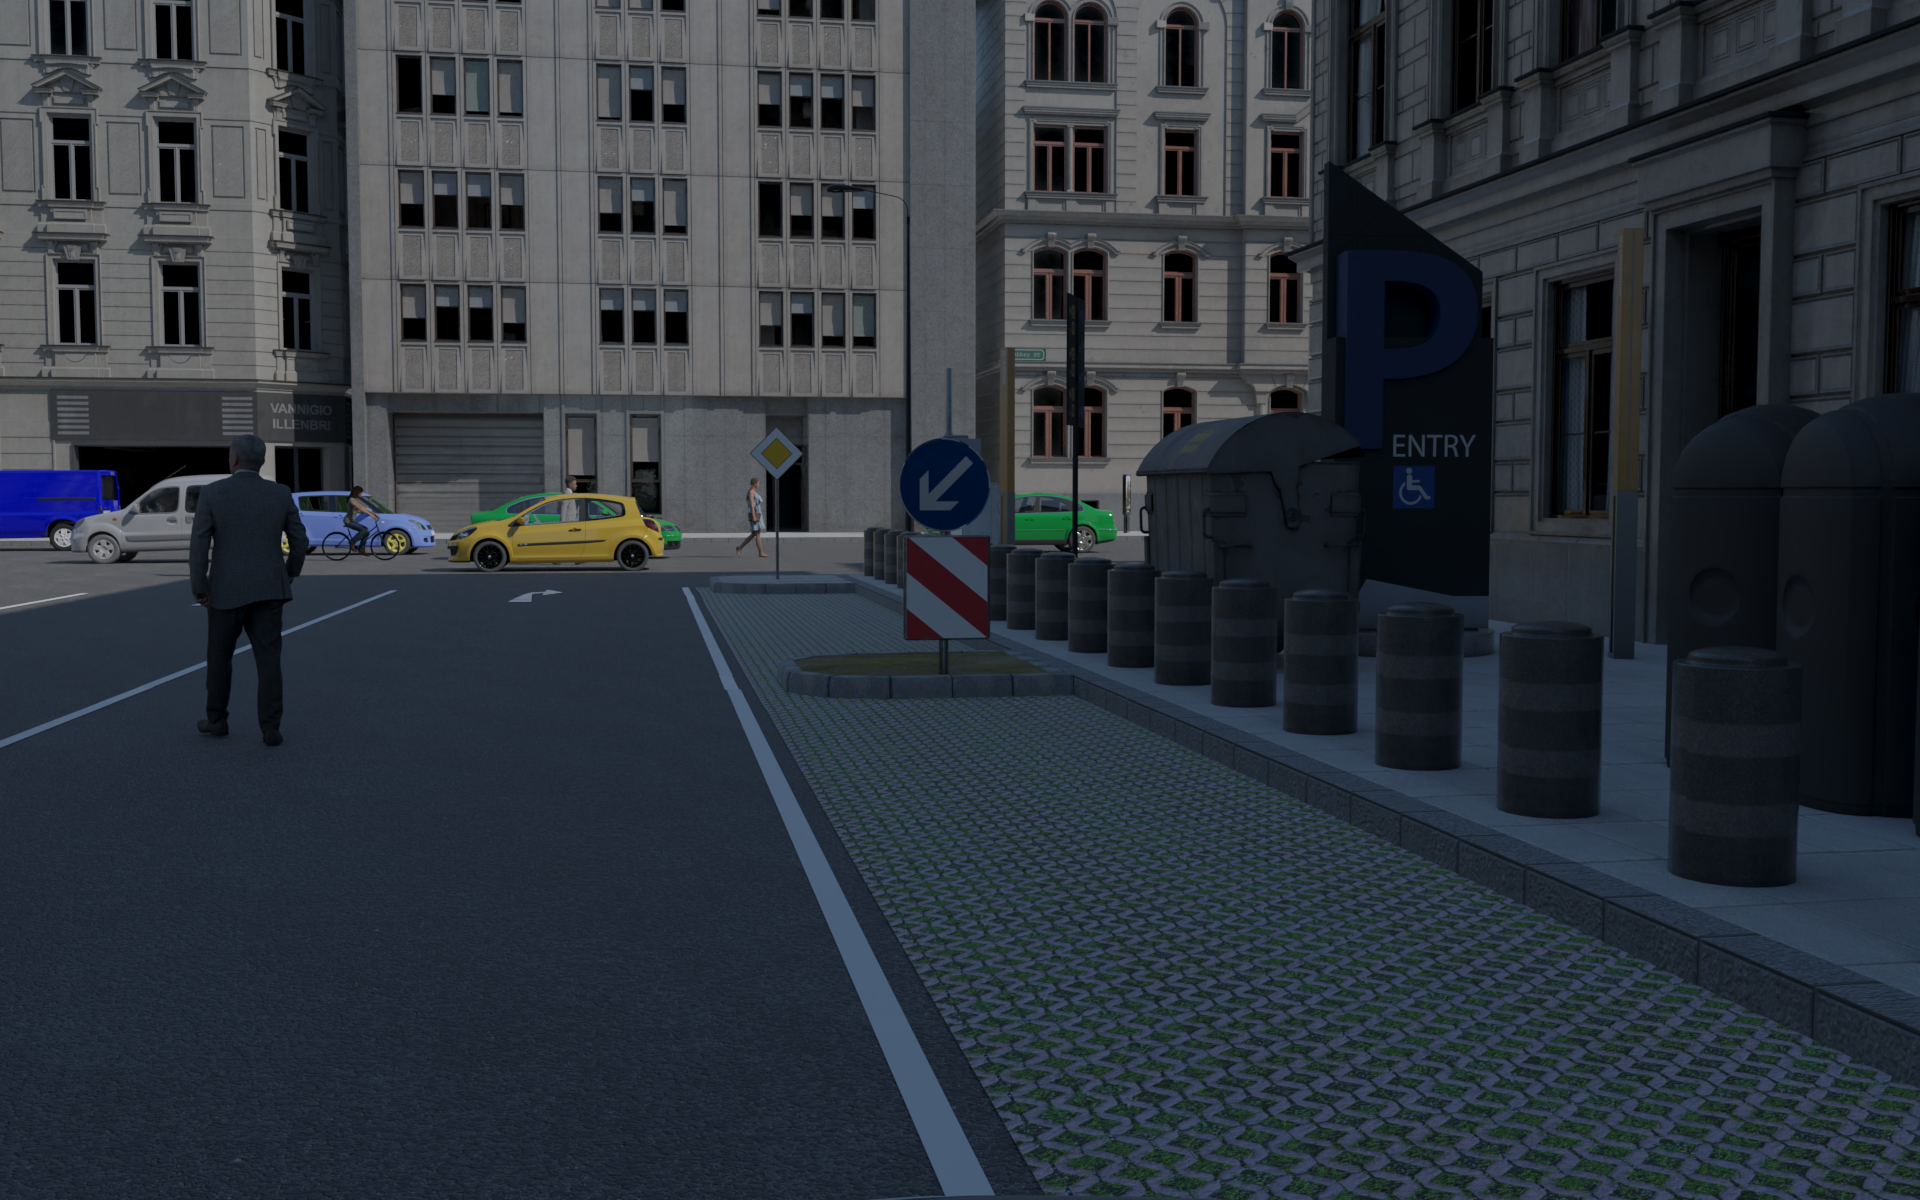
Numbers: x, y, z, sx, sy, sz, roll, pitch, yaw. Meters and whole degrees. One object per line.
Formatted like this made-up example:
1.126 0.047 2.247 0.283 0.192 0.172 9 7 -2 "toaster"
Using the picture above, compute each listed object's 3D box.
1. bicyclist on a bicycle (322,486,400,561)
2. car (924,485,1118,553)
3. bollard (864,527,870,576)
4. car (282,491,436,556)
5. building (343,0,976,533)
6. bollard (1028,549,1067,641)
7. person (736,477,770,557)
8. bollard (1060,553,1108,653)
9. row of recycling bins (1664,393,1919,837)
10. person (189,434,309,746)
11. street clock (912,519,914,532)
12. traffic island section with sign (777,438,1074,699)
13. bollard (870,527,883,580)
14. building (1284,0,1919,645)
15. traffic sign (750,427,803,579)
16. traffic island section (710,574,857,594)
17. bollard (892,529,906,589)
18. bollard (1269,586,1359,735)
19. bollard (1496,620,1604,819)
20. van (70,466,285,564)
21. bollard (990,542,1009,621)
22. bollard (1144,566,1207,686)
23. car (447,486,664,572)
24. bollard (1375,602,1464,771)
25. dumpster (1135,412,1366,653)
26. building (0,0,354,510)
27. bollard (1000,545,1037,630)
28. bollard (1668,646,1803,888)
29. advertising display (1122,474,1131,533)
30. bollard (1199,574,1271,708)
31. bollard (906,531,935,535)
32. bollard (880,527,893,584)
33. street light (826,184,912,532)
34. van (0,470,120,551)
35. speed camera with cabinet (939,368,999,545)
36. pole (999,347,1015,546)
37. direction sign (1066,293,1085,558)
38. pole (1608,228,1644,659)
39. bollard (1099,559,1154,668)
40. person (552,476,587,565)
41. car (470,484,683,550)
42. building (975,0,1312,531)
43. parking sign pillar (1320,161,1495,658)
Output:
-12.865 -1.661 37.175 1.625 1.676 1.499 -1 4 -11 "bicyclist on a bicycle"
1.471 -2.056 42.416 4.718 1.807 1.959 -1 4 -11 "car"
-1.310 -0.762 27.181 0.404 0.777 0.398 0 3 0 "bollard"
-14.374 -1.925 41.071 3.694 1.707 1.945 -1 4 -9 "car"
-10.342 -14.885 61.392 19.932 24.808 12.078 -1 4 -10 "building"
0.866 -0.037 15.319 0.404 0.777 0.398 0 3 0 "bollard"
-4.681 -1.863 39.056 0.778 1.811 0.616 0 4 3 "person"
1.083 0.036 14.126 0.404 0.777 0.398 0 3 0 "bollard"
3.977 0.026 6.692 1.069 1.692 3.534 -1 4 -11 "row of recycling bins"
-4.179 -0.073 10.097 0.661 1.777 0.834 -3 5 -41 "person"
-1.551 -3.090 55.097 0.358 2.002 0.471 0 4 -1 "street clock"
-0.346 -0.267 12.993 1.989 1.847 2.006 -1 4 -10 "traffic island section with sign"
-1.095 -0.690 25.998 0.404 0.777 0.398 0 3 0 "bollard"
10.697 -9.160 14.396 10.561 19.102 19.286 -1 4 -10 "building"
-2.748 -1.367 25.986 0.795 2.450 0.064 -1 4 -10 "traffic sign"
-2.726 -0.232 26.067 2.009 0.180 2.903 -1 4 -10 "traffic island section"
-0.660 -0.544 23.613 0.404 0.777 0.398 0 3 0 "bollard"
1.953 0.327 9.376 0.404 0.777 0.398 0 3 0 "bollard"
2.387 0.471 7.009 0.404 0.777 0.398 0 3 0 "bollard"
-16.447 -1.801 36.461 4.112 2.044 2.013 -1 4 -12 "van"
0.429 -0.182 17.691 0.404 0.777 0.398 0 3 0 "bollard"
1.520 0.182 11.746 0.404 0.777 0.398 0 3 0 "bollard"
-7.604 -1.374 32.683 3.980 1.641 2.015 -1 4 -11 "car"
2.172 0.399 8.195 0.404 0.777 0.398 0 3 0 "bollard"
2.172 -0.446 13.046 1.264 1.857 1.865 -1 4 -10 "dumpster"
-42.259 -17.205 57.711 44.131 29.872 17.030 -1 4 -10 "building"
0.645 -0.109 16.500 0.404 0.777 0.398 0 3 0 "bollard"
2.602 0.544 5.817 0.404 0.777 0.398 0 3 0 "bollard"
5.488 -3.170 57.036 0.123 1.923 0.974 1 4 15 "advertising display"
1.733 0.254 10.563 0.404 0.777 0.398 0 3 0 "bollard"
-0.441 -0.472 22.432 0.404 0.777 0.398 0 3 0 "bollard"
-0.880 -0.616 24.795 0.404 0.777 0.398 0 3 0 "bollard"
-1.313 -3.282 26.199 1.470 5.913 1.316 -1 4 -10 "street light"
-24.216 -2.416 43.879 5.245 2.365 2.240 -1 4 -12 "van"
0.133 -1.975 26.634 0.660 3.252 2.038 -1 4 -10 "speed camera with cabinet"
0.661 -1.856 24.183 0.158 3.312 0.155 0 3 0 "pole"
1.332 -1.712 19.987 0.379 3.537 0.876 1 4 16 "direction sign"
5.167 -1.198 13.431 0.158 3.312 0.155 0 3 0 "pole"
1.302 0.109 12.933 0.404 0.777 0.398 0 3 0 "bollard"
-7.938 -1.605 35.024 0.850 1.792 0.678 -1 4 -17 "person"
-8.550 -1.818 38.516 4.718 1.807 1.959 -1 4 -9 "car"
11.256 -17.046 66.085 23.554 28.519 14.401 -1 4 -10 "building"
3.629 -1.567 14.092 1.447 3.967 1.447 0 4 -4 "parking sign pillar"
